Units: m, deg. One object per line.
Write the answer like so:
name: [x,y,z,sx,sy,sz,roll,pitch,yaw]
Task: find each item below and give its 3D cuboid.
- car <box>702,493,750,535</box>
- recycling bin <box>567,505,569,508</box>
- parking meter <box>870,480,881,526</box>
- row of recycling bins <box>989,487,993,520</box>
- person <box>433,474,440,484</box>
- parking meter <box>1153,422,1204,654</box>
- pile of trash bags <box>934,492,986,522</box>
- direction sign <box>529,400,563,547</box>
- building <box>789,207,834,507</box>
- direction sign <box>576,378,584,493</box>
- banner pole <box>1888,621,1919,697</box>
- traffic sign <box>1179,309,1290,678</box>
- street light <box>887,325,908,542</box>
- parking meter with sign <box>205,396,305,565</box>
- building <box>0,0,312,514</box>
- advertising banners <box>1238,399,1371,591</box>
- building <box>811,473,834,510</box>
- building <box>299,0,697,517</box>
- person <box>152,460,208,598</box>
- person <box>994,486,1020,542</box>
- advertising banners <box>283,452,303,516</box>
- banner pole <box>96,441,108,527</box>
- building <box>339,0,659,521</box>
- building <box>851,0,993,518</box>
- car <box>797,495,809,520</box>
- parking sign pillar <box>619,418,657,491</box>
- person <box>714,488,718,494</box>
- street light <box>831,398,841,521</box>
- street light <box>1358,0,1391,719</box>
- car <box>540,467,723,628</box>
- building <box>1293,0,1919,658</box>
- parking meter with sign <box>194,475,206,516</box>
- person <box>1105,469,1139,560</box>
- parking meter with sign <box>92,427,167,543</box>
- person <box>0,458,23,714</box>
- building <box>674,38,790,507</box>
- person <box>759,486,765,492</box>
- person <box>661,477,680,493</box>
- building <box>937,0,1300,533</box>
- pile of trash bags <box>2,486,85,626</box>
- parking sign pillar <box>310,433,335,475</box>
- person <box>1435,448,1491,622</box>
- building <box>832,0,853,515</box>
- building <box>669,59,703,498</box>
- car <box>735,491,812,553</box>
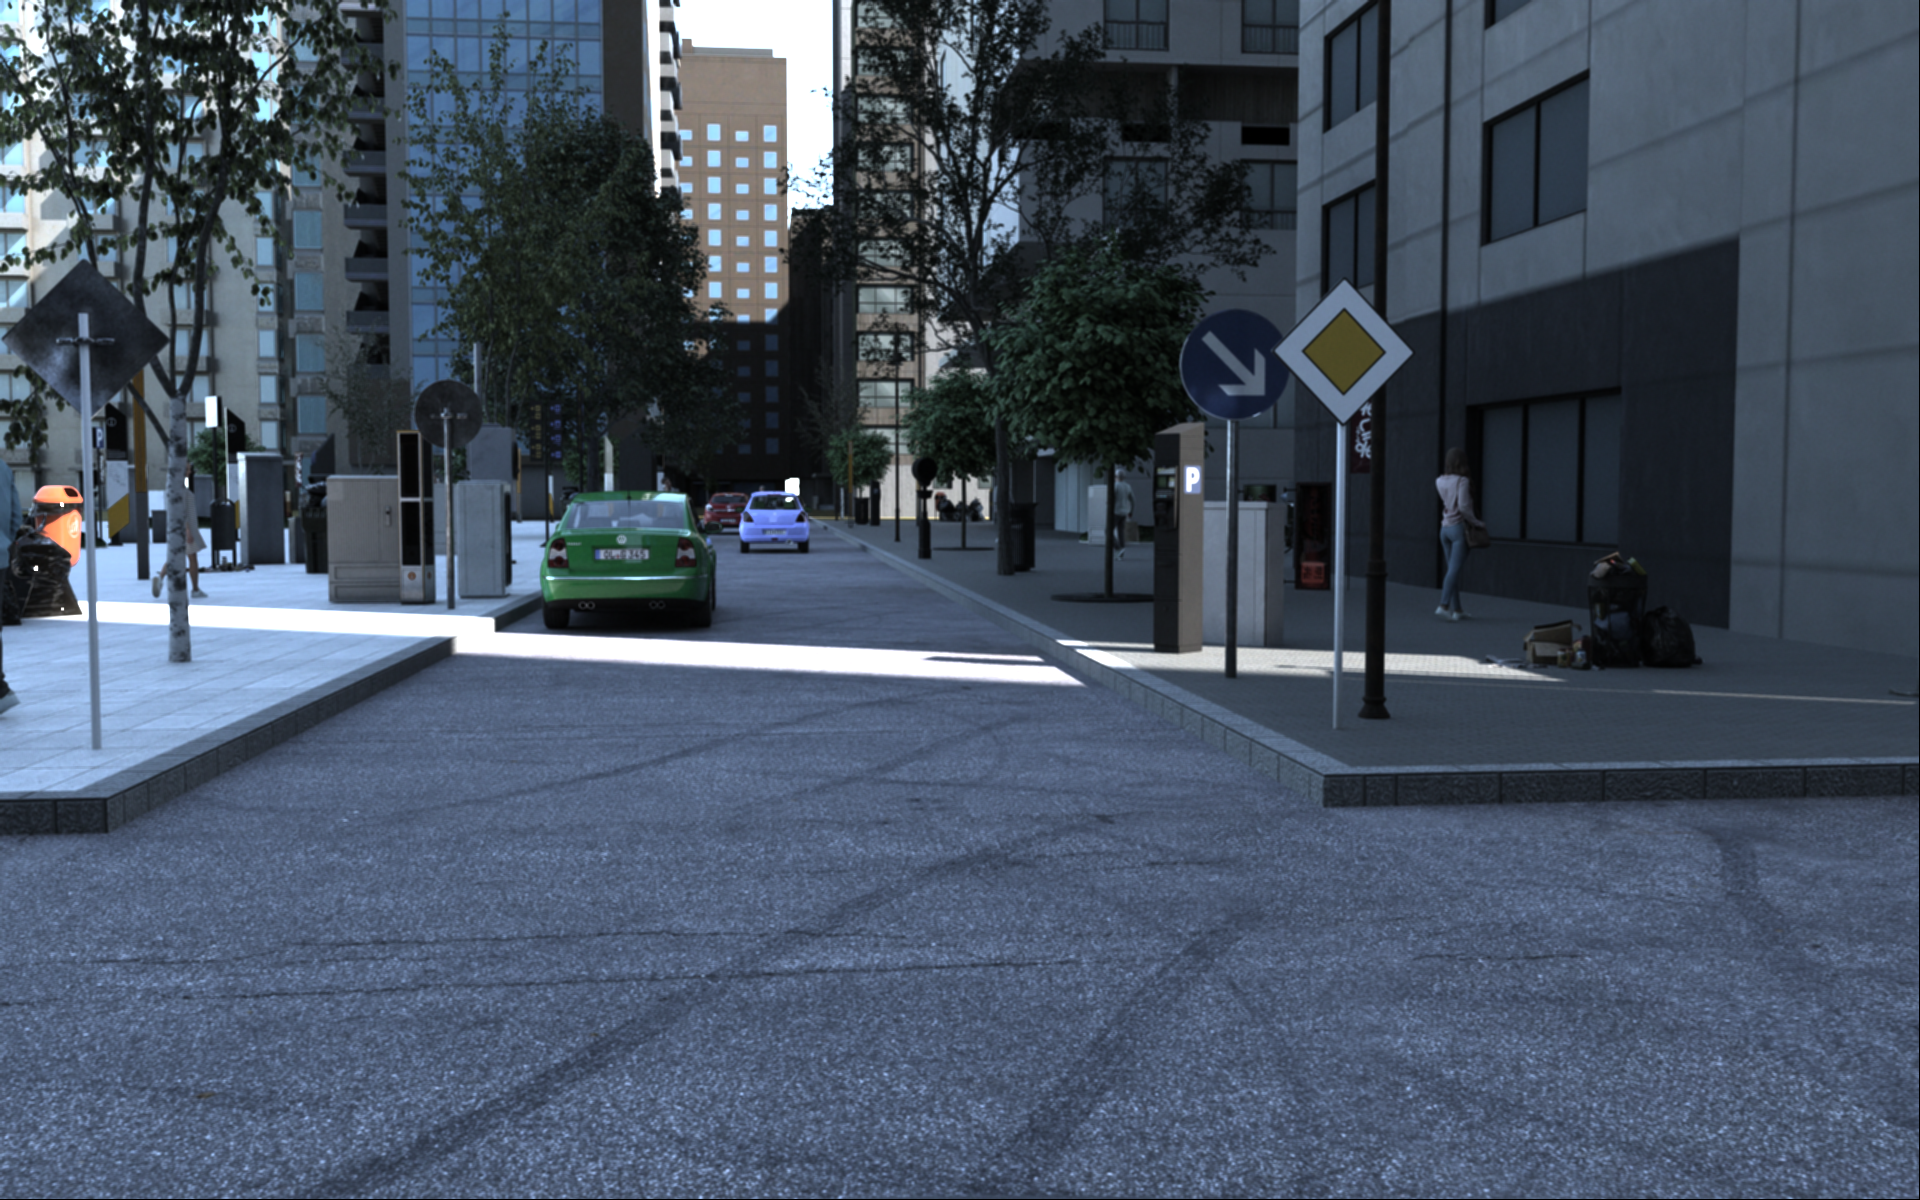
car: [-8.283,-3.285,62.751,2.155,1.783,4.494,0,4,-5]
recycling bin: [-8.802,-1.738,40.973,0.722,1.027,0.722,-3,5,-45]
parking meter: [-3.433,-3.942,70.168,0.399,1.863,0.255,-1,4,-23]
row of recycling bins: [1.976,-4.661,83.324,1.069,1.692,3.534,0,4,-2]
person: [-12.320,-2.076,40.570,0.593,1.750,0.643,1,4,16]
parking meter: [1.769,-0.509,14.038,0.255,1.863,0.399,3,5,44]
pile of trash bags: [-0.253,-4.384,81.434,1.912,1.369,3.447,-2,4,-30]
direction sign: [-9.997,-3.051,41.875,0.876,3.537,0.379,1,4,18]
building: [-10.242,-24.661,174.908,14.107,30.474,14.160,0,4,-7]
direction sign: [-7.438,-2.569,33.997,0.379,3.537,0.876,0,4,-5]
banner pole: [6.143,-1.267,10.738,0.401,3.779,0.863,0,4,6]
traffic sign: [1.895,-0.730,12.041,0.768,2.556,0.104,0,4,-1]
street light: [-1.692,-4.520,46.684,0.468,5.910,1.993,0,4,-7]
parking meter with sign: [-12.729,-2.161,31.589,1.738,3.016,0.543,-3,5,-43]
building: [-65.892,-31.827,139.975,30.456,49.044,23.786,0,4,-7]
advertising banners: [4.700,-1.648,23.137,2.074,3.025,0.090,2,4,29]
building: [3.525,-27.919,148.358,32.217,40.220,23.993,0,4,-7]
building: [-29.391,-30.066,111.194,23.786,49.044,30.456,0,4,-7]
person: [-9.571,-0.886,21.274,0.466,1.731,0.760,1,4,18]
person: [1.145,-2.279,43.484,0.709,1.800,0.728,-2,4,-30]
advertising banners: [-27.599,-4.574,70.981,0.090,3.025,2.074,1,4,20]
banner pole: [-33.461,-4.753,67.722,0.401,3.779,0.863,1,4,18]
building: [-22.827,-26.843,88.993,14.600,45.320,14.200,0,4,-7]
building: [0.641,-20.112,100.528,14.160,30.474,14.107,0,4,-7]
car: [-7.010,-3.636,69.232,2.009,1.686,4.222,-1,4,-8]
parking sign pillar: [-11.446,-4.473,61.601,1.447,3.967,1.447,1,4,18]
person: [-21.060,-8.817,150.276,0.705,1.814,1.350,-2,4,-33]
street light: [-5.972,-6.785,83.721,0.468,5.910,1.993,0,4,-7]
street light: [2.380,-2.262,9.777,0.468,5.910,1.993,0,4,-7]
car: [-3.724,-0.681,19.930,1.959,1.807,4.718,0,4,-7]
building: [17.022,-35.508,18.809,20.611,71.187,20.563,0,4,-7]
parking meter with sign: [-29.659,-4.382,67.901,1.738,3.016,0.543,-1,4,-19]
person: [3.205,-1.677,33.951,0.782,1.767,0.515,-3,5,-41]
parking meter with sign: [-21.673,-3.003,45.367,1.738,3.016,0.543,0,4,-7]
person: [-5.659,-0.240,9.979,0.620,1.820,0.660,1,4,8]
building: [-24.446,-32.047,174.083,14.200,45.320,14.600,0,4,-7]
person: [-8.305,-3.881,72.344,0.834,1.777,0.661,0,4,5]
person: [-6.362,-1.816,38.366,0.592,1.802,0.473,-1,4,-18]
building: [13.804,-28.890,61.592,28.713,52.752,27.495,0,4,-7]
pile of trash bags: [-10.165,-0.515,18.170,1.912,1.369,3.447,0,4,-2]
parking sign pillar: [-27.955,-5.354,76.009,1.447,3.967,1.447,1,4,12]
person: [5.014,-0.669,17.569,0.643,1.750,0.593,-2,4,-24]
building: [1.547,-35.434,121.349,21.231,58.520,28.212,0,4,-7]
building: [-36.574,-29.980,144.792,28.867,44.769,22.147,0,4,-7]
car: [-4.663,-2.067,43.387,1.945,1.707,3.694,0,4,-7]
